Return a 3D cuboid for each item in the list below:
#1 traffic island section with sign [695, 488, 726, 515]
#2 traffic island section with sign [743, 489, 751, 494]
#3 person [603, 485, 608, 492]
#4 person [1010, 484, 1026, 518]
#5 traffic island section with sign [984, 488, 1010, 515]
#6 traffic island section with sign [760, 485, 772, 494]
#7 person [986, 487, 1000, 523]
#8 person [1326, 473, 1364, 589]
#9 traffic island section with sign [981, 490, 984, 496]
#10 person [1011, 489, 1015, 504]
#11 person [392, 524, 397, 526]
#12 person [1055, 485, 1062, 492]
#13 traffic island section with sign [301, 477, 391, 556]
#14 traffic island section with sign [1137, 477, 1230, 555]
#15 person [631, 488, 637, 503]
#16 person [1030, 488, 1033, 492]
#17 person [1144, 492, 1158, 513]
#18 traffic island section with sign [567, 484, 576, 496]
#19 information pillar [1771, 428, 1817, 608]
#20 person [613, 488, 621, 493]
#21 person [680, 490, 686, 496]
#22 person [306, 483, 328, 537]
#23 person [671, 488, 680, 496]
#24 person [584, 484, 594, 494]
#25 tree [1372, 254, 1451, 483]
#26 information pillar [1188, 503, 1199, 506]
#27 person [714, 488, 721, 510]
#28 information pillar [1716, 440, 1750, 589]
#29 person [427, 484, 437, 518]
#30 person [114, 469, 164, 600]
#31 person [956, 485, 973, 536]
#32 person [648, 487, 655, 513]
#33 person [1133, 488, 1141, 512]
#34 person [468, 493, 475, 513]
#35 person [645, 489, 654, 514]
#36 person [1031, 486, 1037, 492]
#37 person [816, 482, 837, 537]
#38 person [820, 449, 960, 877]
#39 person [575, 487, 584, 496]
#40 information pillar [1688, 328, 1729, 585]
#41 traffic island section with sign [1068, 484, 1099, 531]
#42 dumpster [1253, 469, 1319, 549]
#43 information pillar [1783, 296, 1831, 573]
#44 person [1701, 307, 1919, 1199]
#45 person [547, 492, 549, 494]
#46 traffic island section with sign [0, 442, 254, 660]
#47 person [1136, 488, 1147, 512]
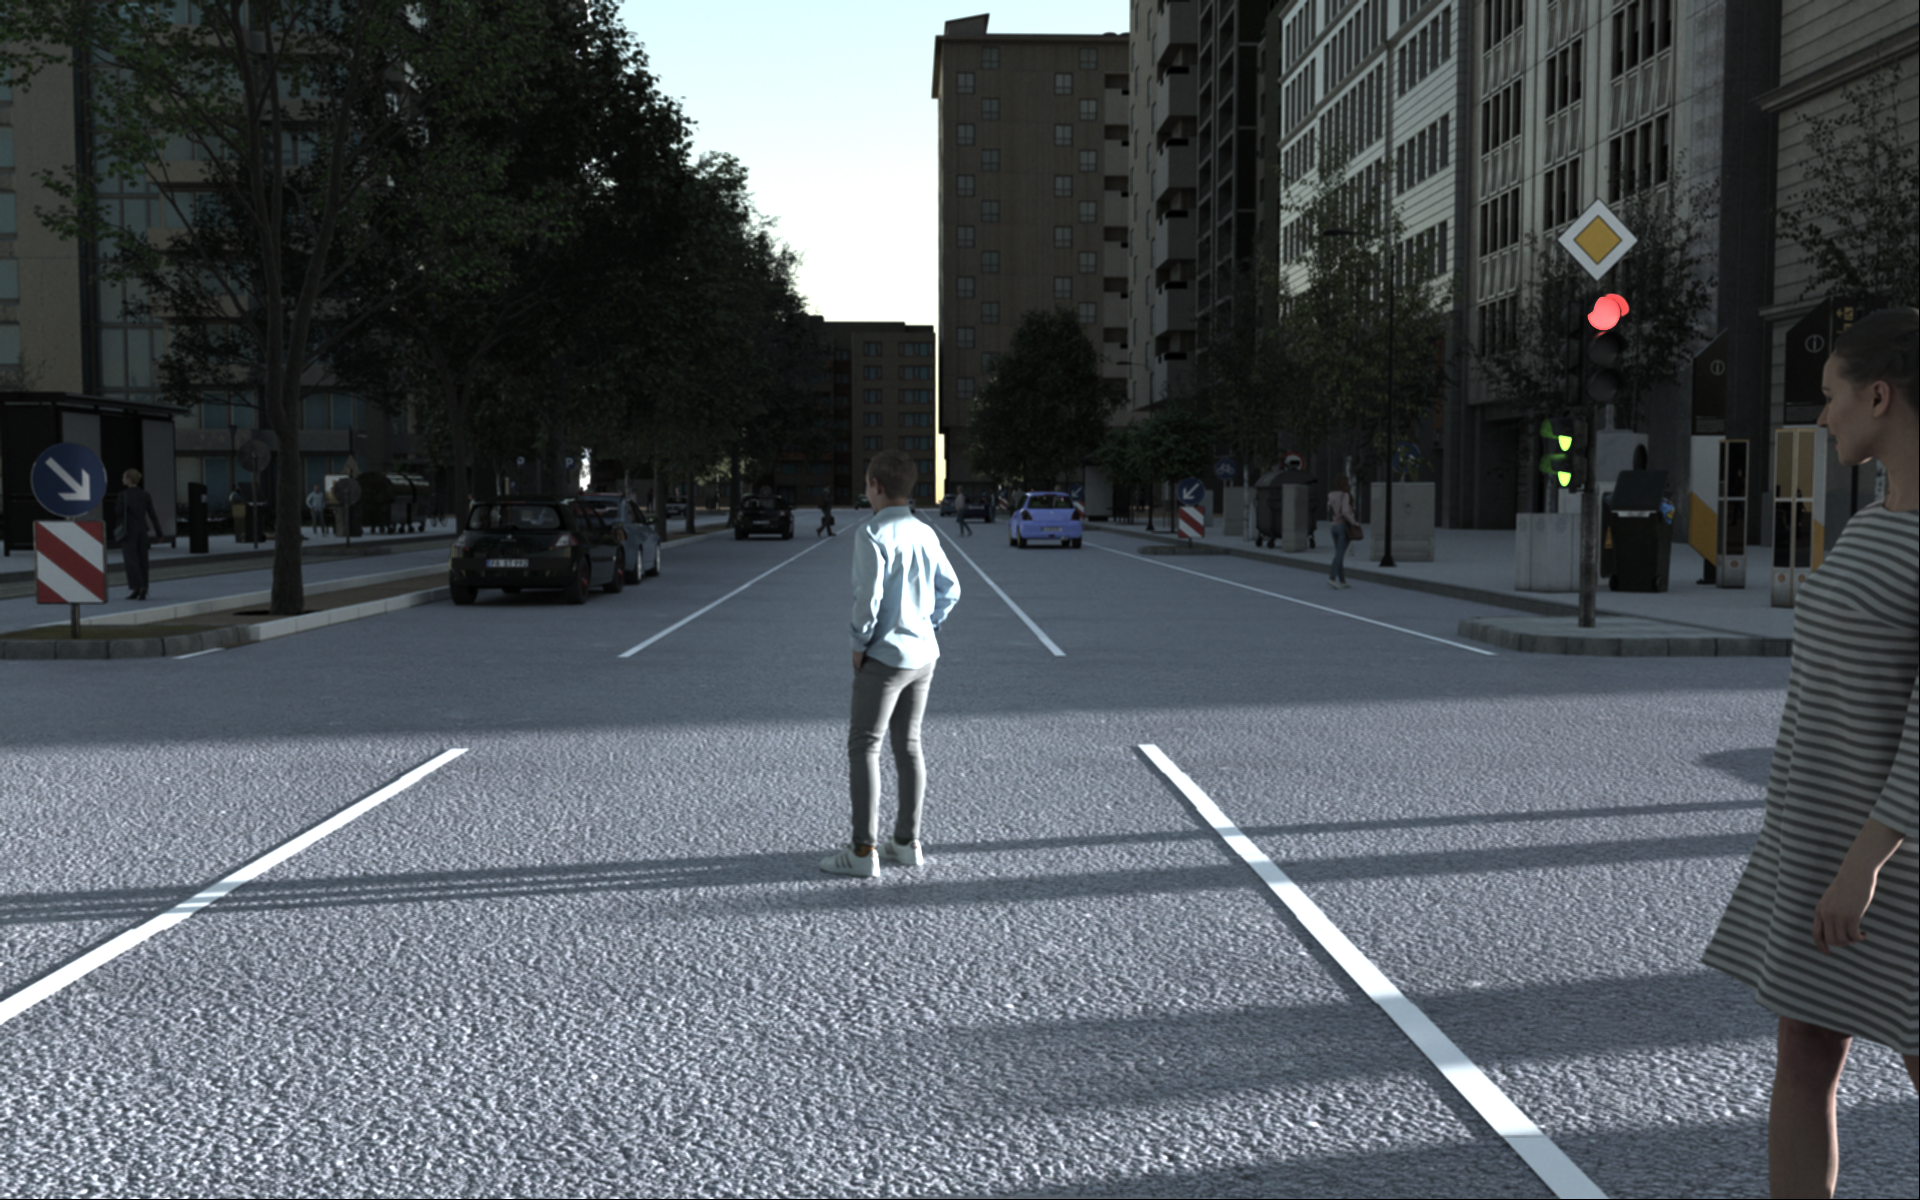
[{"bbox_3d":[-16.946,-6.678,117.807,1.989,1.847,2.006,0,4,-2],"label":"traffic island section with sign"},{"bbox_3d":[-17.789,-8.330,144.828,1.989,1.847,2.006,0,4,-2],"label":"traffic island section with sign"},{"bbox_3d":[-21.625,-6.112,105.980,0.705,1.822,1.348,-2,4,-29],"label":"person"},{"bbox_3d":[2.298,-3.605,67.564,0.709,1.813,0.853,1,4,11],"label":"person"},{"bbox_3d":[2.836,-6.777,119.437,1.989,1.847,2.006,0,4,-2],"label":"traffic island section with sign"},{"bbox_3d":[-10.254,-5.070,91.039,2.006,1.907,1.989,0,4,-2],"label":"traffic island section with sign"},{"bbox_3d":[1.574,-4.641,84.721,0.623,1.781,0.721,-2,4,-32],"label":"person"},{"bbox_3d":[5.761,-1.051,26.276,0.643,1.750,0.593,-2,4,-24],"label":"person"},{"bbox_3d":[1.980,-8.457,146.901,1.989,1.847,2.006,0,4,-2],"label":"traffic island section with sign"},{"bbox_3d":[4.902,-9.492,161.772,0.617,1.759,0.750,-2,4,-35],"label":"person"},{"bbox_3d":[-23.167,-3.979,70.463,0.474,1.900,0.648,-2,4,-29],"label":"person"},{"bbox_3d":[3.740,-3.559,66.876,0.728,1.800,0.709,-1,4,-9],"label":"person"},{"bbox_3d":[-14.514,-1.961,40.689,1.989,1.847,2.006,0,4,-2],"label":"traffic island section with sign"},{"bbox_3d":[5.302,-2.011,41.515,1.989,1.847,2.006,0,4,-2],"label":"traffic island section with sign"},{"bbox_3d":[-24.595,-7.590,130.803,0.551,1.740,0.621,1,4,9],"label":"person"},{"bbox_3d":[6.515,-9.259,157.420,1.348,1.826,0.705,2,4,33],"label":"person"},{"bbox_3d":[13.098,-6.681,118.540,1.065,1.426,0.557,3,4,37],"label":"person"},{"bbox_3d":[-15.359,-3.609,67.631,1.989,1.847,2.006,0,4,-2],"label":"traffic island section with sign"},{"bbox_3d":[9.403,-0.921,19.545,0.304,2.012,0.304,-1,4,-20],"label":"information pillar"},{"bbox_3d":[-26.353,-7.730,133.228,0.742,1.727,0.445,0,4,6],"label":"person"},{"bbox_3d":[-23.237,-8.481,145.153,0.568,1.767,0.683,-1,4,-16],"label":"person"},{"bbox_3d":[-19.164,-2.677,51.616,0.589,1.601,0.330,-2,4,-35],"label":"person"},{"bbox_3d":[-24.188,-8.666,147.750,0.705,1.821,1.348,3,5,43],"label":"person"},{"bbox_3d":[-19.322,-5.131,90.037,0.635,1.810,0.391,0,4,6],"label":"person"},{"bbox_3d":[13.568,-6.290,53.202,4.360,8.622,3.978,0,3,0],"label":"tree"},{"bbox_3d":[9.075,-3.839,67.261,0.304,2.012,0.304,-2,4,-31],"label":"information pillar"},{"bbox_3d":[-19.819,-8.252,141.415,0.568,1.767,0.683,3,5,42],"label":"person"},{"bbox_3d":[10.483,-1.163,23.509,0.304,2.012,0.304,0,4,7],"label":"information pillar"},{"bbox_3d":[-28.146,-5.282,92.273,0.599,1.838,0.709,-2,4,-29],"label":"person"},{"bbox_3d":[-11.165,-0.894,23.541,0.534,1.772,0.576,1,4,11],"label":"person"},{"bbox_3d":[0.140,-3.040,58.883,0.598,1.740,0.731,0,4,-5],"label":"person"},{"bbox_3d":[-21.344,-6.917,119.798,0.621,1.740,0.551,2,4,24],"label":"person"},{"bbox_3d":[12.752,-7.203,123.798,0.705,1.826,1.348,3,5,44],"label":"person"},{"bbox_3d":[-18.453,-3.389,65.700,0.590,1.304,0.306,-3,4,-38],"label":"person"},{"bbox_3d":[-20.441,-6.520,114.111,0.593,1.643,0.415,-3,4,-38],"label":"person"},{"bbox_3d":[5.114,-6.957,119.804,1.348,1.823,0.705,0,4,3],"label":"person"},{"bbox_3d":[-4.515,-3.039,58.159,0.822,1.834,0.622,-2,4,-30],"label":"person"},{"bbox_3d":[-0.262,0.222,6.680,0.589,1.601,0.330,-3,5,-42],"label":"person"},{"bbox_3d":[-27.811,-7.434,127.531,1.348,1.831,0.705,0,4,-2],"label":"person"},{"bbox_3d":[10.614,-2.030,24.548,0.504,3.616,0.183,0,4,-6],"label":"information pillar"},{"bbox_3d":[4.437,-3.676,68.737,1.989,1.847,2.006,0,4,-2],"label":"traffic island section with sign"},{"bbox_3d":[7.792,-2.175,41.325,1.264,1.857,1.865,0,4,-2],"label":"dumpster"},{"bbox_3d":[10.112,-1.795,20.704,0.504,3.616,0.183,3,5,40],"label":"information pillar"},{"bbox_3d":[1.549,0.391,2.865,0.760,1.731,0.466,-2,4,-29],"label":"person"},{"bbox_3d":[-27.171,-6.623,114.860,0.617,1.759,0.750,0,4,6],"label":"person"},{"bbox_3d":[-7.880,-0.477,15.938,2.006,1.907,1.989,0,4,-2],"label":"traffic island section with sign"},{"bbox_3d":[12.850,-7.075,122.403,0.721,1.739,1.217,3,5,43],"label":"person"}]
